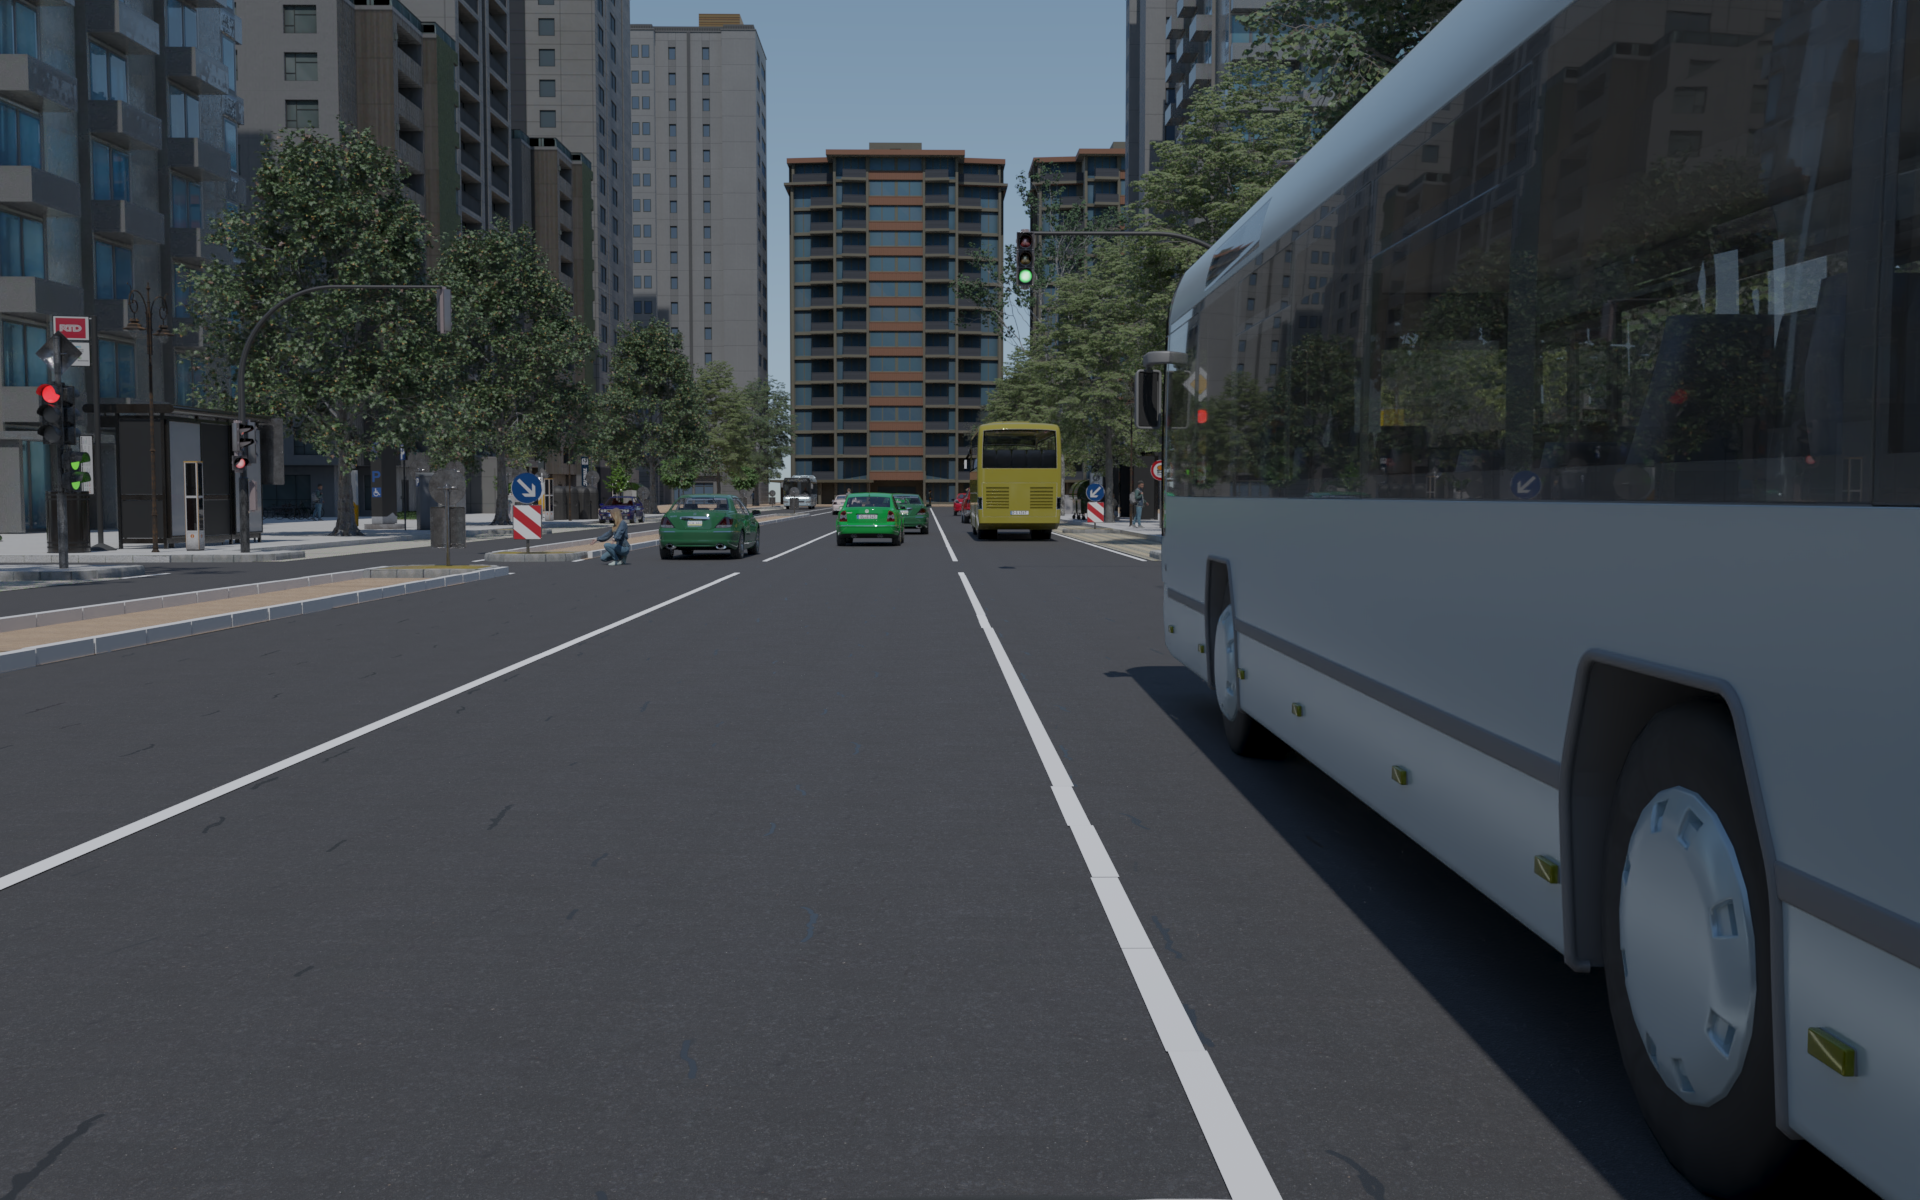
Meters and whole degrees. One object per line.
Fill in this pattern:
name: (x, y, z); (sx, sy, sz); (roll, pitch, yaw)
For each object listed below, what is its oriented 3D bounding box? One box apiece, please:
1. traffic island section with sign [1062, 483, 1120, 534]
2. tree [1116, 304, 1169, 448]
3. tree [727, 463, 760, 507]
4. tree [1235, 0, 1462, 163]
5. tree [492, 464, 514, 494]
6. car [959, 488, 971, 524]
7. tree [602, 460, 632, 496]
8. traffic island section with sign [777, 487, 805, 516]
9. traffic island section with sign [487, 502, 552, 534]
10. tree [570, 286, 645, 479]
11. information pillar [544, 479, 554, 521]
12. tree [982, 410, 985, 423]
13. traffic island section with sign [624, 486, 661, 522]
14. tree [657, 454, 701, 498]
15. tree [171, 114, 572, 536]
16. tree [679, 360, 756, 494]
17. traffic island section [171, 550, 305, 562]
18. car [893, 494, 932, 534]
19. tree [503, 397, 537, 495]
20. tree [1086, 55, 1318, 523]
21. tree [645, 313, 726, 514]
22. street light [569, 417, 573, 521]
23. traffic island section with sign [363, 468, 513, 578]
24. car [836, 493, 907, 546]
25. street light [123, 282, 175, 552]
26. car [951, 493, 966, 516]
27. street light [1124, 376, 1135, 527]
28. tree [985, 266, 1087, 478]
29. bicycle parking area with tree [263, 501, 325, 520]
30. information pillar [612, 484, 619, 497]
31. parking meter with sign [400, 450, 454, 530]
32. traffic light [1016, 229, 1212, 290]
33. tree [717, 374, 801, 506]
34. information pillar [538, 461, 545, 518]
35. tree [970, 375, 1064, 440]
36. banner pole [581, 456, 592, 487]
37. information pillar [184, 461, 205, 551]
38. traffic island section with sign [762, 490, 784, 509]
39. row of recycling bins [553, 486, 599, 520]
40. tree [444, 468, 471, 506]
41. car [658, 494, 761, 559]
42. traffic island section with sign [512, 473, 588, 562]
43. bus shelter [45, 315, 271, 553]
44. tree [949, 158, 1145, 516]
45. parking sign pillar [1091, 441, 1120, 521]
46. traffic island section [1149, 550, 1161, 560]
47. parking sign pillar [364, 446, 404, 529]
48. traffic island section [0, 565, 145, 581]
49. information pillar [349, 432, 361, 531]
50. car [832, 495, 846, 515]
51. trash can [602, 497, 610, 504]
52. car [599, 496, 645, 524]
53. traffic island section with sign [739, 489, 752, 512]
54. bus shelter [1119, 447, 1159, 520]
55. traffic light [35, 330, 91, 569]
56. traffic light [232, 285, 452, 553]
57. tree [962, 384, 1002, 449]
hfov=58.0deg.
traffic island section with sign: (4.774, -3.351, 63.422); (1.989, 1.847, 2.006); (0, 4, -1)
tree: (7.613, -6.612, 58.468); (4.360, 8.622, 3.978); (0, 3, 0)
tree: (-21.801, -11.666, 174.447); (4.285, 4.588, 4.351); (0, 3, 0)
tree: (7.882, -6.893, 19.362); (9.857, 13.997, 8.962); (0, 3, 0)
tree: (-26.405, -6.522, 101.240); (1.663, 3.219, 1.824); (0, 3, 0)
car: (1.124, -4.704, 85.579); (2.281, 1.827, 5.304); (0, 4, -2)
tree: (-19.278, -6.285, 97.363); (1.663, 3.219, 1.824); (0, 3, 0)
traffic island section with sign: (-10.836, -6.400, 112.773); (2.006, 1.907, 1.989); (0, 4, -1)
traffic island section with sign: (-15.821, -3.293, 62.467); (1.989, 1.847, 2.006); (0, 4, -1)
tree: (-18.856, -9.423, 71.070); (9.611, 12.733, 9.660); (0, 3, 0)
information pillar: (-19.612, -4.780, 82.642); (0.304, 2.012, 0.304); (2, 4, 25)
tree: (5.258, -12.600, 124.138); (7.486, 12.596, 7.792); (0, 3, 0)
traffic island section with sign: (-16.393, -4.952, 89.600); (1.989, 1.847, 2.006); (0, 4, -1)
tree: (-20.493, -8.753, 126.819); (4.285, 4.588, 4.351); (0, 3, 0)
tree: (-18.943, -8.306, 52.808); (9.611, 12.733, 9.660); (0, 3, 0)
tree: (-20.903, -13.998, 146.994); (7.486, 12.596, 7.792); (0, 3, 0)
traffic island section: (-15.642, -0.953, 37.862); (2.009, 0.180, 2.903); (0, 4, -1)
car: (-2.075, -3.130, 62.978); (2.131, 1.459, 4.920); (0, 4, -2)
tree: (-27.998, -9.676, 108.566); (4.737, 8.622, 4.395); (0, 3, 0)
tree: (7.392, -7.809, 45.797); (7.486, 12.596, 7.792); (0, 3, 0)
tree: (-19.690, -11.814, 110.160); (9.611, 12.733, 9.660); (0, 3, 0)
street light: (-18.572, -6.701, 82.344); (0.468, 5.910, 1.993); (0, 4, -1)
traffic island section with sign: (-9.117, -1.352, 30.245); (2.006, 1.907, 1.989); (0, 4, -1)
car: (-2.513, -2.473, 49.224); (1.959, 1.807, 4.718); (0, 4, 0)
street light: (-17.699, -3.984, 37.929); (0.468, 5.910, 1.993); (0, 4, -1)
car: (0.468, -6.567, 116.408); (2.155, 1.783, 4.494); (0, 4, 0)
street light: (6.743, -5.833, 68.157); (0.468, 5.910, 1.993); (0, 4, -1)
tree: (6.511, -9.676, 76.326); (7.486, 12.596, 7.792); (0, 3, 0)
bicycle parking area with tree: (-36.820, -6.237, 88.981); (9.016, 4.147, 8.231); (0, 3, 0)
information pillar: (-19.600, -5.759, 98.655); (0.304, 2.012, 0.304); (1, 4, 14)
parking meter with sign: (-18.943, -3.998, 61.623); (1.738, 3.016, 0.543); (-3, 4, -37)
traffic light: (3.332, -3.385, 30.009); (4.771, 5.953, 1.251); (0, 4, -1)
tree: (-21.852, -17.014, 184.838); (9.857, 13.997, 8.962); (0, 3, 0)
information pillar: (-22.462, -6.214, 92.960); (0.504, 3.616, 0.183); (3, 4, 36)
tree: (5.491, -14.796, 158.916); (9.611, 12.733, 9.660); (0, 3, 0)
banner pole: (-21.816, -6.820, 101.532); (0.863, 3.779, 0.401); (-2, 4, -34)
information pillar: (-17.266, -2.114, 39.059); (0.304, 2.012, 0.304); (0, 4, 0)
traffic island section with sign: (-18.001, -9.659, 166.555); (1.989, 1.847, 2.006); (0, 4, -1)
row of recycling bins: (-19.220, -4.852, 86.440); (1.069, 1.692, 3.534); (2, 4, 23)
tree: (-23.133, -5.123, 78.362); (1.663, 3.219, 1.824); (0, 3, 0)
car: (-5.696, -1.702, 39.628); (2.131, 1.459, 4.920); (0, 4, 0)
traffic island section with sign: (-9.262, -1.805, 37.650); (2.006, 1.907, 1.989); (0, 4, -1)
bus shelter: (-19.304, -3.916, 41.652); (2.179, 5.291, 8.768); (0, 4, -1)
tree: (4.728, -14.979, 100.788); (12.611, 20.169, 13.585); (0, 3, 0)
parking sign pillar: (6.985, -5.810, 83.461); (1.447, 3.967, 1.447); (0, 4, 6)
traffic island section: (5.295, -0.979, 38.292); (2.009, 0.180, 2.903); (0, 4, -1)
parking sign pillar: (-21.199, -4.601, 63.703); (1.447, 3.967, 1.447); (0, 4, 5)
traffic island section: (-15.475, -0.465, 29.879); (2.009, 0.180, 2.903); (0, 4, -1)
information pillar: (-21.196, -4.224, 60.419); (0.504, 3.616, 0.183); (2, 4, 29)
car: (-7.827, -6.565, 119.705); (2.083, 1.381, 4.827); (0, 4, -1)
trash can: (-18.549, -4.884, 91.508); (0.748, 1.137, 0.748); (0, 3, 0)
car: (-16.512, -4.403, 84.572); (1.945, 1.354, 3.894); (0, 4, -1)
traffic island section with sign: (-17.445, -8.011, 139.606); (1.989, 1.847, 2.006); (0, 4, -1)
bus shelter: (8.980, -5.951, 88.577); (1.731, 3.624, 6.357); (0, 4, -1)
traffic light: (-15.435, -2.497, 29.745); (0.839, 4.253, 0.868); (0, 4, -1)
traffic light: (-13.512, -3.862, 37.807); (4.771, 5.953, 1.251); (0, 4, -1)
tree: (5.186, -16.597, 181.729); (12.009, 13.543, 11.850); (0, 3, 0)
